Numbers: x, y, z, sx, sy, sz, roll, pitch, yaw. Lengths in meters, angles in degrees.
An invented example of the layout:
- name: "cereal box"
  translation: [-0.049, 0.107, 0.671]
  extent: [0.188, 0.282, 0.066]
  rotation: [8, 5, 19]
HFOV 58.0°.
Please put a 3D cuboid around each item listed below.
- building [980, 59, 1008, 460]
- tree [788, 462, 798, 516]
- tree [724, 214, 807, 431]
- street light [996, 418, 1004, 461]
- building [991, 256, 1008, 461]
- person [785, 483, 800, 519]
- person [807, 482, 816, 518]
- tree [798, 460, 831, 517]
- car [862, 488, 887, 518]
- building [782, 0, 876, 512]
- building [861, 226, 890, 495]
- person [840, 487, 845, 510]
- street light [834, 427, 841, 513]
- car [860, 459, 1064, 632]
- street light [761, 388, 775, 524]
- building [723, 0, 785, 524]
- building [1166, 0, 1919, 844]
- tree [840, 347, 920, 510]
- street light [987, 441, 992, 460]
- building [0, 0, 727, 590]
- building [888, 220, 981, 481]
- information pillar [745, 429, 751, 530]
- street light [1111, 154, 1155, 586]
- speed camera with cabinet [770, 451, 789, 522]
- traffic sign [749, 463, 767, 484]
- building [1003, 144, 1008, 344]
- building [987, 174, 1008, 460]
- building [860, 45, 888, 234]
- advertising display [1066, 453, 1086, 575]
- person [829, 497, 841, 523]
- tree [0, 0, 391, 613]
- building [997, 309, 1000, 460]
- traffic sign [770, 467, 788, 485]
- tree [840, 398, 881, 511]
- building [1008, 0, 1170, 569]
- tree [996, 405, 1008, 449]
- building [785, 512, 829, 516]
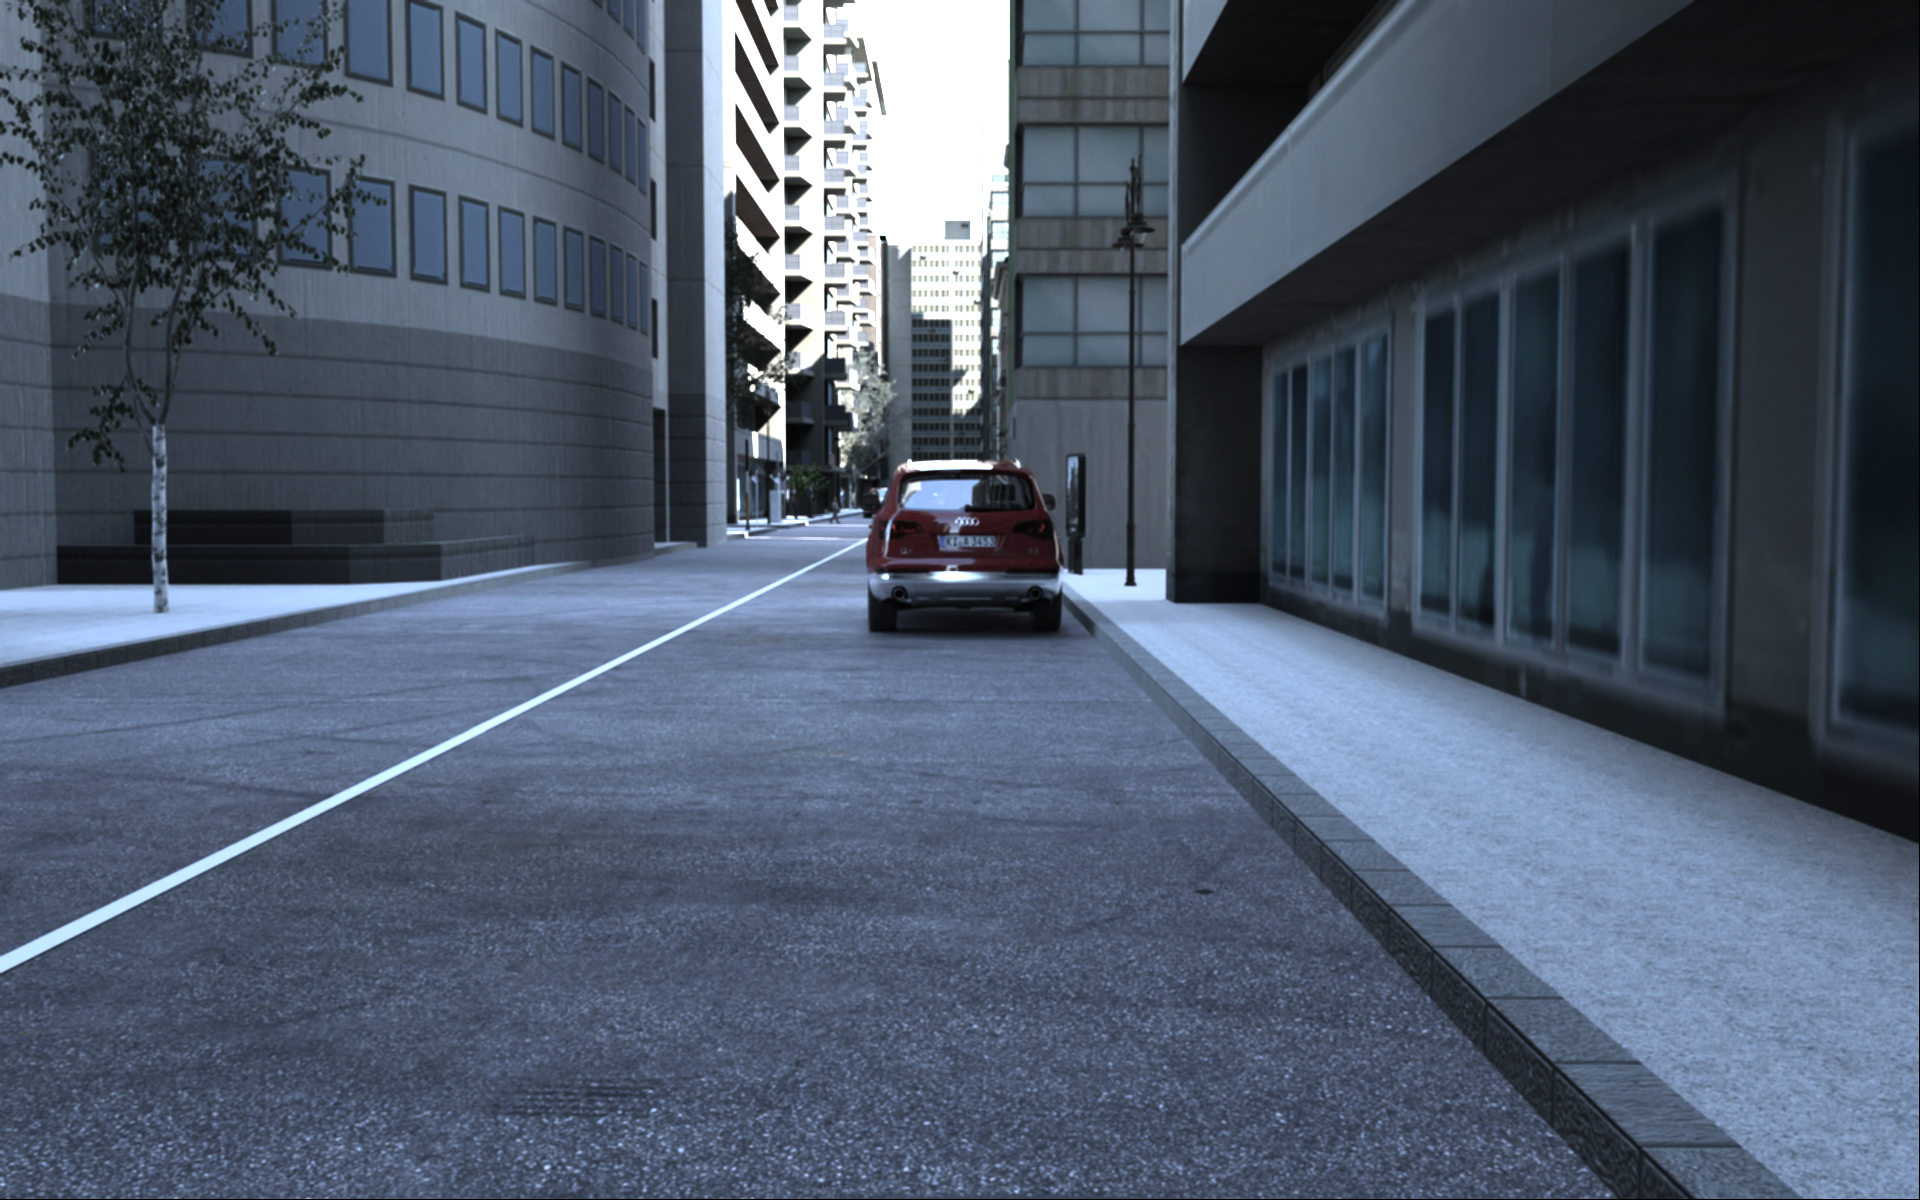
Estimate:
- name: "building"
  translation: [13.025, -34.657, 190.340]
  extent: [21.300, 48.544, 21.600]
  rotation: [0, 3, 0]
- name: "tree"
  translation: [-9.294, -6.454, 100.128]
  extent: [1.663, 3.219, 1.824]
  rotation: [0, 3, 0]
- name: "tree"
  translation: [-8.635, -7.353, 54.635]
  extent: [8.767, 10.594, 7.601]
  rotation: [1, 4, 18]
- name: "street light"
  translation: [2.468, -8.144, 105.949]
  extent: [0.468, 5.910, 1.993]
  rotation: [0, 3, 0]
- name: "building"
  translation: [7.626, -15.748, 122.099]
  extent: [10.561, 19.102, 19.286]
  rotation: [0, 3, 0]
- name: "person"
  translation: [-8.594, -5.042, 88.388]
  extent: [0.836, 1.842, 0.656]
  rotation: [1, 4, 11]
- name: "person"
  translation: [-7.858, -5.283, 91.776]
  extent: [0.474, 1.900, 0.648]
  rotation: [0, 4, 3]
- name: "tree"
  translation: [-8.023, -6.250, 96.787]
  extent: [1.663, 3.219, 1.824]
  rotation: [0, 3, 0]
- name: "car"
  translation: [-4.741, -5.905, 105.215]
  extent: [2.281, 1.827, 5.304]
  rotation: [0, 4, 1]
- name: "building"
  translation: [-19.357, -31.044, 162.200]
  extent: [22.147, 44.769, 28.867]
  rotation: [0, 3, 0]
- name: "building"
  translation: [-14.853, -25.283, 185.078]
  extent: [14.160, 30.474, 14.107]
  rotation: [0, 3, 0]
- name: "person"
  translation: [-9.269, -8.026, 137.295]
  extent: [0.654, 1.822, 0.581]
  rotation: [-3, 5, -41]
- name: "street light"
  translation: [-8.095, -8.661, 114.401]
  extent: [0.468, 5.910, 1.993]
  rotation: [0, 3, 0]
- name: "car"
  translation: [-0.003, -0.669, 19.612]
  extent: [2.281, 1.827, 5.304]
  rotation: [0, 4, -2]
- name: "street light"
  translation: [-8.124, -6.153, 73.392]
  extent: [0.468, 5.910, 1.993]
  rotation: [0, 3, 0]
- name: "building"
  translation: [-20.158, -28.047, 82.275]
  extent: [21.300, 48.544, 21.600]
  rotation: [0, 3, 0]
- name: "building"
  translation: [13.168, -23.579, 9.221]
  extent: [21.300, 48.544, 21.600]
  rotation: [0, 3, 0]
- name: "tree"
  translation: [-8.460, -14.178, 142.172]
  extent: [12.009, 13.543, 11.850]
  rotation: [0, 3, 0]
- name: "street light"
  translation: [2.494, -10.684, 147.473]
  extent: [0.468, 5.910, 1.993]
  rotation: [0, 3, 0]
- name: "building"
  translation: [-17.289, -30.139, 34.766]
  extent: [21.231, 58.520, 28.212]
  rotation: [0, 3, 0]
- name: "building"
  translation: [-1.072, -34.010, 247.948]
  extent: [23.993, 40.220, 32.217]
  rotation: [0, 3, 0]
- name: "information pillar"
  translation: [-7.586, -4.306, 61.759]
  extent: [0.183, 3.616, 0.504]
  rotation: [0, 4, -5]
- name: "street light"
  translation: [2.384, -3.134, 24.033]
  extent: [0.468, 5.910, 1.993]
  rotation: [0, 3, 0]
- name: "speed camera with cabinet"
  translation: [-8.284, -5.193, 79.246]
  extent: [0.660, 3.252, 2.038]
  rotation: [0, 4, 4]
- name: "traffic sign"
  translation: [-7.666, -3.856, 65.231]
  extent: [0.795, 2.593, 0.064]
  rotation: [0, 3, 0]
- name: "building"
  translation: [8.976, -18.497, 99.695]
  extent: [12.463, 27.353, 25.104]
  rotation: [0, 3, 0]
- name: "building"
  translation: [9.738, -23.687, 158.990]
  extent: [14.160, 30.474, 14.107]
  rotation: [0, 3, 0]
- name: "building"
  translation: [-22.941, -37.925, 209.307]
  extent: [27.495, 52.752, 28.713]
  rotation: [0, 3, 0]
- name: "advertising display"
  translation: [1.857, -1.382, 27.813]
  extent: [0.123, 1.923, 0.974]
  rotation: [0, 4, -8]
- name: "person"
  translation: [-6.092, -4.388, 84.517]
  extent: [0.640, 1.303, 0.475]
  rotation: [1, 4, 12]
- name: "tree"
  translation: [-8.590, -4.182, 18.734]
  extent: [4.360, 8.622, 3.978]
  rotation: [0, 3, 0]
- name: "building"
  translation: [8.371, -17.453, 140.102]
  extent: [10.420, 20.320, 16.860]
  rotation: [0, 3, 0]
- name: "traffic sign"
  translation: [-7.666, -4.344, 73.216]
  extent: [0.795, 2.593, 0.064]
  rotation: [0, 3, 0]
- name: "tree"
  translation: [-8.207, -11.211, 133.668]
  extent: [4.360, 8.622, 3.978]
  rotation: [0, 3, 0]
- name: "building"
  translation: [7.975, -21.507, 35.238]
  extent: [14.154, 41.232, 14.086]
  rotation: [0, 3, 0]
- name: "tree"
  translation: [2.697, -3.856, 46.753]
  extent: [4.285, 4.588, 4.351]
  rotation: [0, 3, 0]
- name: "building"
  translation: [-18.269, -28.192, 115.562]
  extent: [22.147, 44.769, 28.867]
  rotation: [0, 3, 0]
